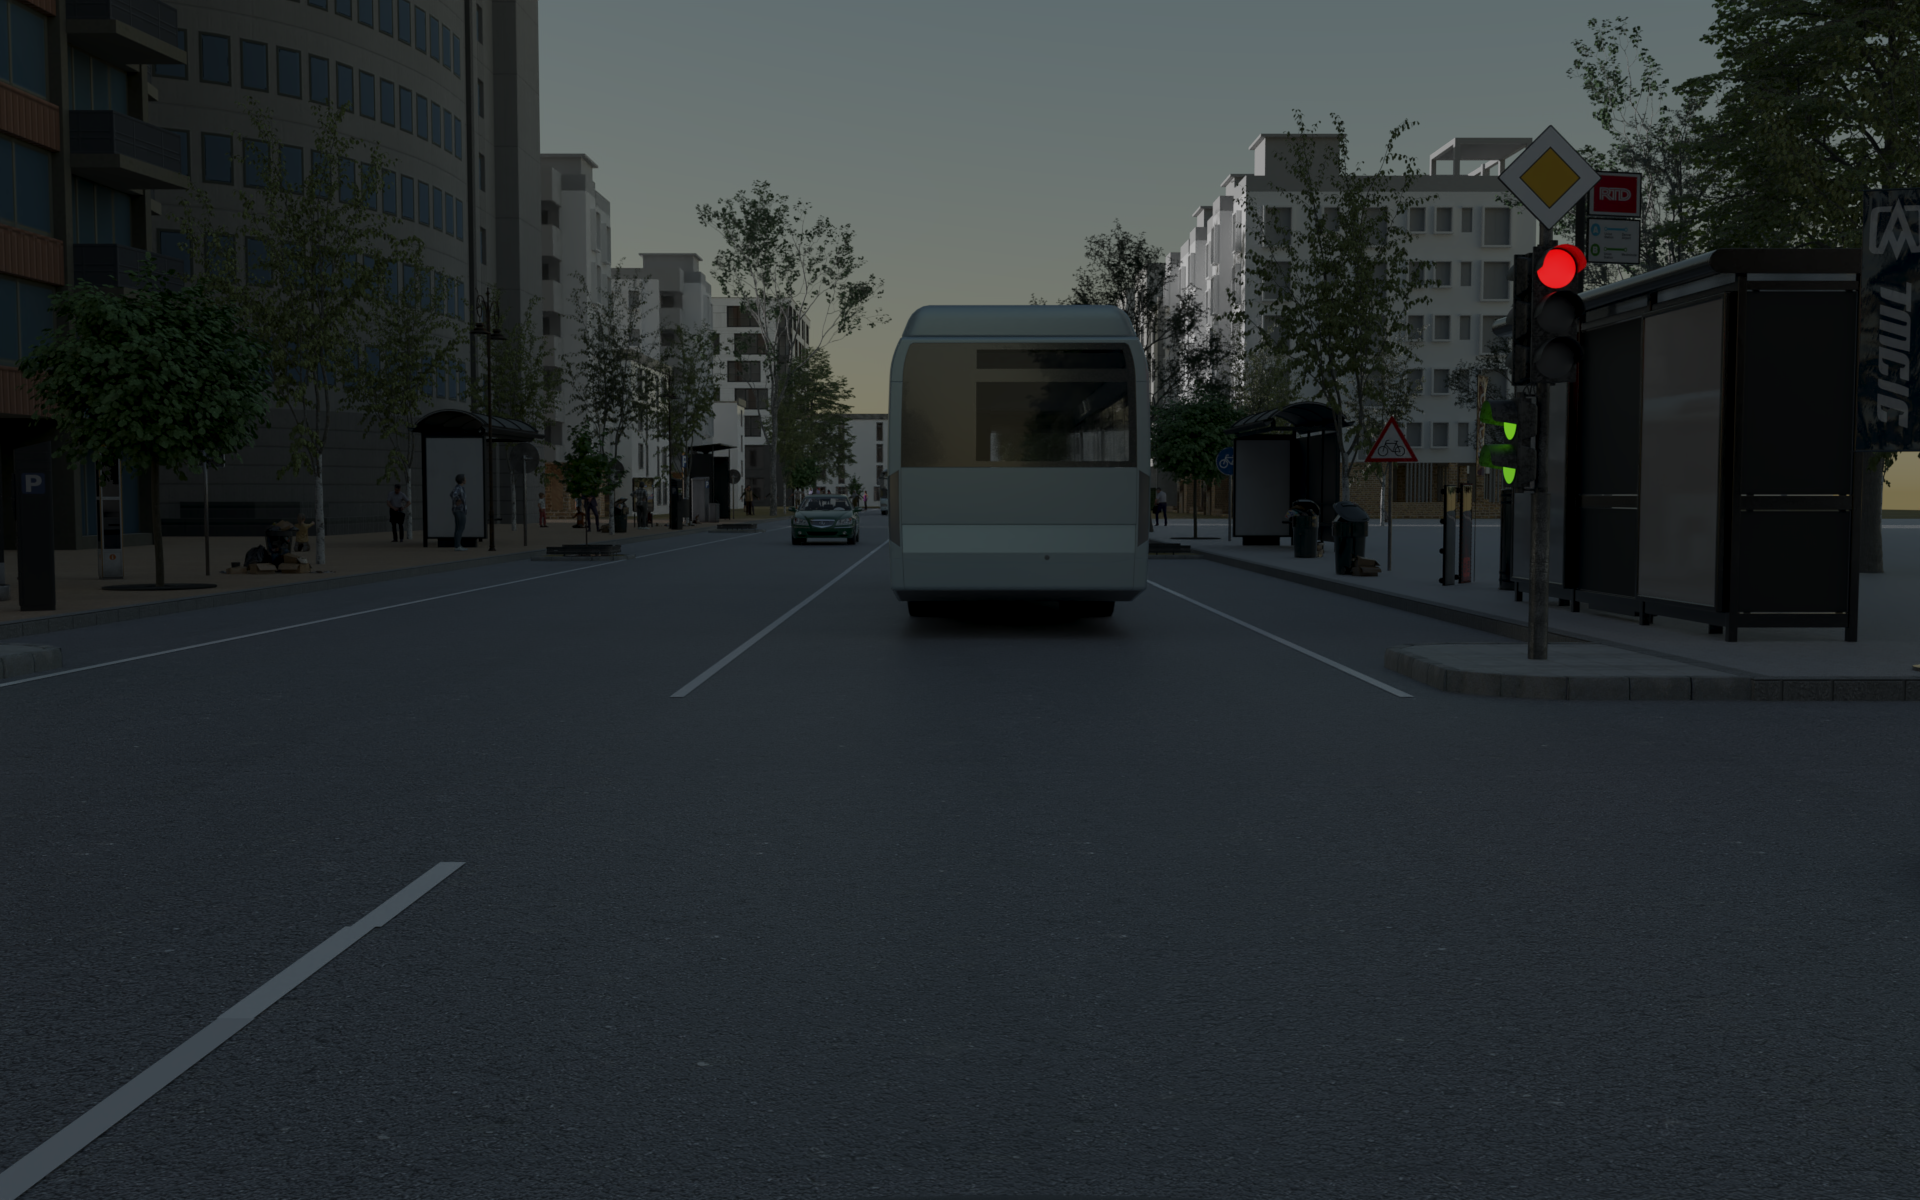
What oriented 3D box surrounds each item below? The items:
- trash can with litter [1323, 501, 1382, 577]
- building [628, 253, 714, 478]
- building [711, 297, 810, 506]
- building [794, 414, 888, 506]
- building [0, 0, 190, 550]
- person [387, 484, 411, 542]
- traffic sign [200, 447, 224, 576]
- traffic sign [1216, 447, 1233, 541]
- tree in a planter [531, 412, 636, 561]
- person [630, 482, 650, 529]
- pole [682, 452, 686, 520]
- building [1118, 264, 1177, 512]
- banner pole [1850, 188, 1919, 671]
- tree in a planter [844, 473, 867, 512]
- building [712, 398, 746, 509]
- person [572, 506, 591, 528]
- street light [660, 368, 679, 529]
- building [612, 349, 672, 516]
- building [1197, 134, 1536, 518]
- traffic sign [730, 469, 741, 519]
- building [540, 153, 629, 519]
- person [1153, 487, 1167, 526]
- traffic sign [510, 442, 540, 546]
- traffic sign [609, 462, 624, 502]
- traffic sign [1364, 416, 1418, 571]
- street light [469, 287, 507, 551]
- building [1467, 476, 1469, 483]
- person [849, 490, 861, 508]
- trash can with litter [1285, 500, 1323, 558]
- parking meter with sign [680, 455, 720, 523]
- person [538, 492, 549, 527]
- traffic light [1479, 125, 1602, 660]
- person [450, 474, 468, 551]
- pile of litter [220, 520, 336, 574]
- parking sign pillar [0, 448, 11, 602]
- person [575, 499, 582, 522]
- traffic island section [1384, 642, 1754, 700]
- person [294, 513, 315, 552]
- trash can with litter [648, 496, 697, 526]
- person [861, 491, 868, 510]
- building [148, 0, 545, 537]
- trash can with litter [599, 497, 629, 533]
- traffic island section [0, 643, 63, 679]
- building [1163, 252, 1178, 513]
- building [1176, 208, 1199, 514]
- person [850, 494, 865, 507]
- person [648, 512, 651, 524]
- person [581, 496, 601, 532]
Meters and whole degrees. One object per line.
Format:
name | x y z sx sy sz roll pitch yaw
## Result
trash can with litter | 6.321 -0.976 27.337 0.624 1.170 1.055 -1 4 -17
building | -27.231 -16.977 133.997 16.016 20.091 11.380 0 4 0
building | -33.828 -21.395 193.781 32.646 21.610 27.936 0 4 0
building | -3.428 -14.865 185.188 28.070 9.664 9.099 0 4 0
building | -29.828 -23.213 34.156 22.147 44.769 28.867 0 4 0
person | -14.961 -2.320 46.179 0.614 1.554 0.590 -1 4 -13
traffic sign | -11.836 -1.533 27.191 0.606 2.300 0.079 0 4 6
traffic sign | 7.331 -2.868 47.006 0.768 2.556 0.104 1 4 9
tree in a planter | -8.214 -2.493 37.984 1.991 3.239 1.994 0 4 0
person | -11.608 -3.446 63.103 0.841 1.734 0.376 3 4 37
pole | -13.431 -5.547 84.538 0.158 3.312 0.155 0 3 0
building | 22.585 -16.798 141.099 16.747 18.905 31.486 0 4 0
banner pole | 6.907 -1.375 12.503 0.863 3.779 0.401 1 4 16
tree in a planter | -8.699 -8.881 142.425 1.991 3.239 1.994 0 4 0
building | -33.285 -12.815 151.676 28.070 9.664 9.099 0 4 0
person | -14.324 -3.103 65.060 0.859 0.850 0.655 1 4 20
street light | -10.657 -5.556 63.630 0.468 5.910 1.993 0 4 0
building | -23.525 -10.535 114.392 9.099 9.664 28.070 0 4 0
building | 22.299 -14.706 96.856 16.016 20.091 11.380 0 4 0
traffic sign | -11.554 -5.395 88.316 0.768 2.556 0.104 0 4 3
building | -27.346 -14.553 94.367 16.016 20.091 11.380 0 4 0
person | 8.024 -3.746 69.496 0.614 1.554 0.590 -3 5 -41
traffic sign | -10.729 -2.604 42.686 0.768 2.556 0.104 0 4 6
traffic sign | -12.938 -3.959 64.838 0.768 2.556 0.104 0 4 5
traffic sign | 7.179 -1.767 28.891 0.884 2.594 0.081 0 4 3
street light | -10.547 -4.041 38.865 0.468 5.910 1.993 0 4 0
building | 54.588 -19.731 189.063 31.486 18.905 16.747 0 4 0
person | -7.958 -7.408 130.344 1.217 1.736 0.721 1 4 21
trash can with litter | 7.009 -1.447 35.042 0.624 1.170 1.055 2 4 26
parking meter with sign | -11.622 -4.973 77.565 1.738 3.016 0.543 1 4 20
person | -16.023 -3.465 66.602 0.340 1.345 0.435 0 4 1
traffic light | 4.477 -1.495 13.369 0.839 4.253 0.868 0 4 0
person | -11.323 -1.979 39.126 0.376 1.734 0.841 -1 4 -17
pile of litter | -11.076 -0.865 28.108 1.719 0.858 1.176 1 4 8
parking sign pillar | -12.160 -1.963 20.567 1.447 3.967 1.447 -3 4 -36
person | -17.548 -4.274 79.825 0.435 1.345 0.340 0 4 4
traffic island section | 4.517 0.538 13.483 2.009 0.180 2.903 0 4 0
person | -14.669 -1.512 38.696 0.347 0.859 0.695 0 4 -7
trash can with litter | -11.433 -3.542 68.977 2.233 1.210 1.678 -1 4 -23
person | -8.543 -8.944 155.412 0.721 1.739 1.217 -2 4 -31
building | -29.138 -31.829 62.400 21.231 58.520 28.212 0 4 0
trash can with litter | -11.471 -2.805 57.254 1.055 1.170 0.624 2 4 25
traffic island section | -8.424 0.541 13.428 2.009 0.180 2.903 0 4 0
building | 22.284 -16.095 119.574 16.016 20.091 11.380 0 4 0
building | 22.479 -15.400 108.216 16.016 20.091 11.380 0 4 0
person | -8.979 -8.730 151.379 1.348 1.807 0.705 1 4 14
person | -13.484 -4.111 74.710 0.566 1.644 0.517 3 5 40
person | -12.520 -3.196 58.740 0.683 1.767 0.568 0 4 -3
